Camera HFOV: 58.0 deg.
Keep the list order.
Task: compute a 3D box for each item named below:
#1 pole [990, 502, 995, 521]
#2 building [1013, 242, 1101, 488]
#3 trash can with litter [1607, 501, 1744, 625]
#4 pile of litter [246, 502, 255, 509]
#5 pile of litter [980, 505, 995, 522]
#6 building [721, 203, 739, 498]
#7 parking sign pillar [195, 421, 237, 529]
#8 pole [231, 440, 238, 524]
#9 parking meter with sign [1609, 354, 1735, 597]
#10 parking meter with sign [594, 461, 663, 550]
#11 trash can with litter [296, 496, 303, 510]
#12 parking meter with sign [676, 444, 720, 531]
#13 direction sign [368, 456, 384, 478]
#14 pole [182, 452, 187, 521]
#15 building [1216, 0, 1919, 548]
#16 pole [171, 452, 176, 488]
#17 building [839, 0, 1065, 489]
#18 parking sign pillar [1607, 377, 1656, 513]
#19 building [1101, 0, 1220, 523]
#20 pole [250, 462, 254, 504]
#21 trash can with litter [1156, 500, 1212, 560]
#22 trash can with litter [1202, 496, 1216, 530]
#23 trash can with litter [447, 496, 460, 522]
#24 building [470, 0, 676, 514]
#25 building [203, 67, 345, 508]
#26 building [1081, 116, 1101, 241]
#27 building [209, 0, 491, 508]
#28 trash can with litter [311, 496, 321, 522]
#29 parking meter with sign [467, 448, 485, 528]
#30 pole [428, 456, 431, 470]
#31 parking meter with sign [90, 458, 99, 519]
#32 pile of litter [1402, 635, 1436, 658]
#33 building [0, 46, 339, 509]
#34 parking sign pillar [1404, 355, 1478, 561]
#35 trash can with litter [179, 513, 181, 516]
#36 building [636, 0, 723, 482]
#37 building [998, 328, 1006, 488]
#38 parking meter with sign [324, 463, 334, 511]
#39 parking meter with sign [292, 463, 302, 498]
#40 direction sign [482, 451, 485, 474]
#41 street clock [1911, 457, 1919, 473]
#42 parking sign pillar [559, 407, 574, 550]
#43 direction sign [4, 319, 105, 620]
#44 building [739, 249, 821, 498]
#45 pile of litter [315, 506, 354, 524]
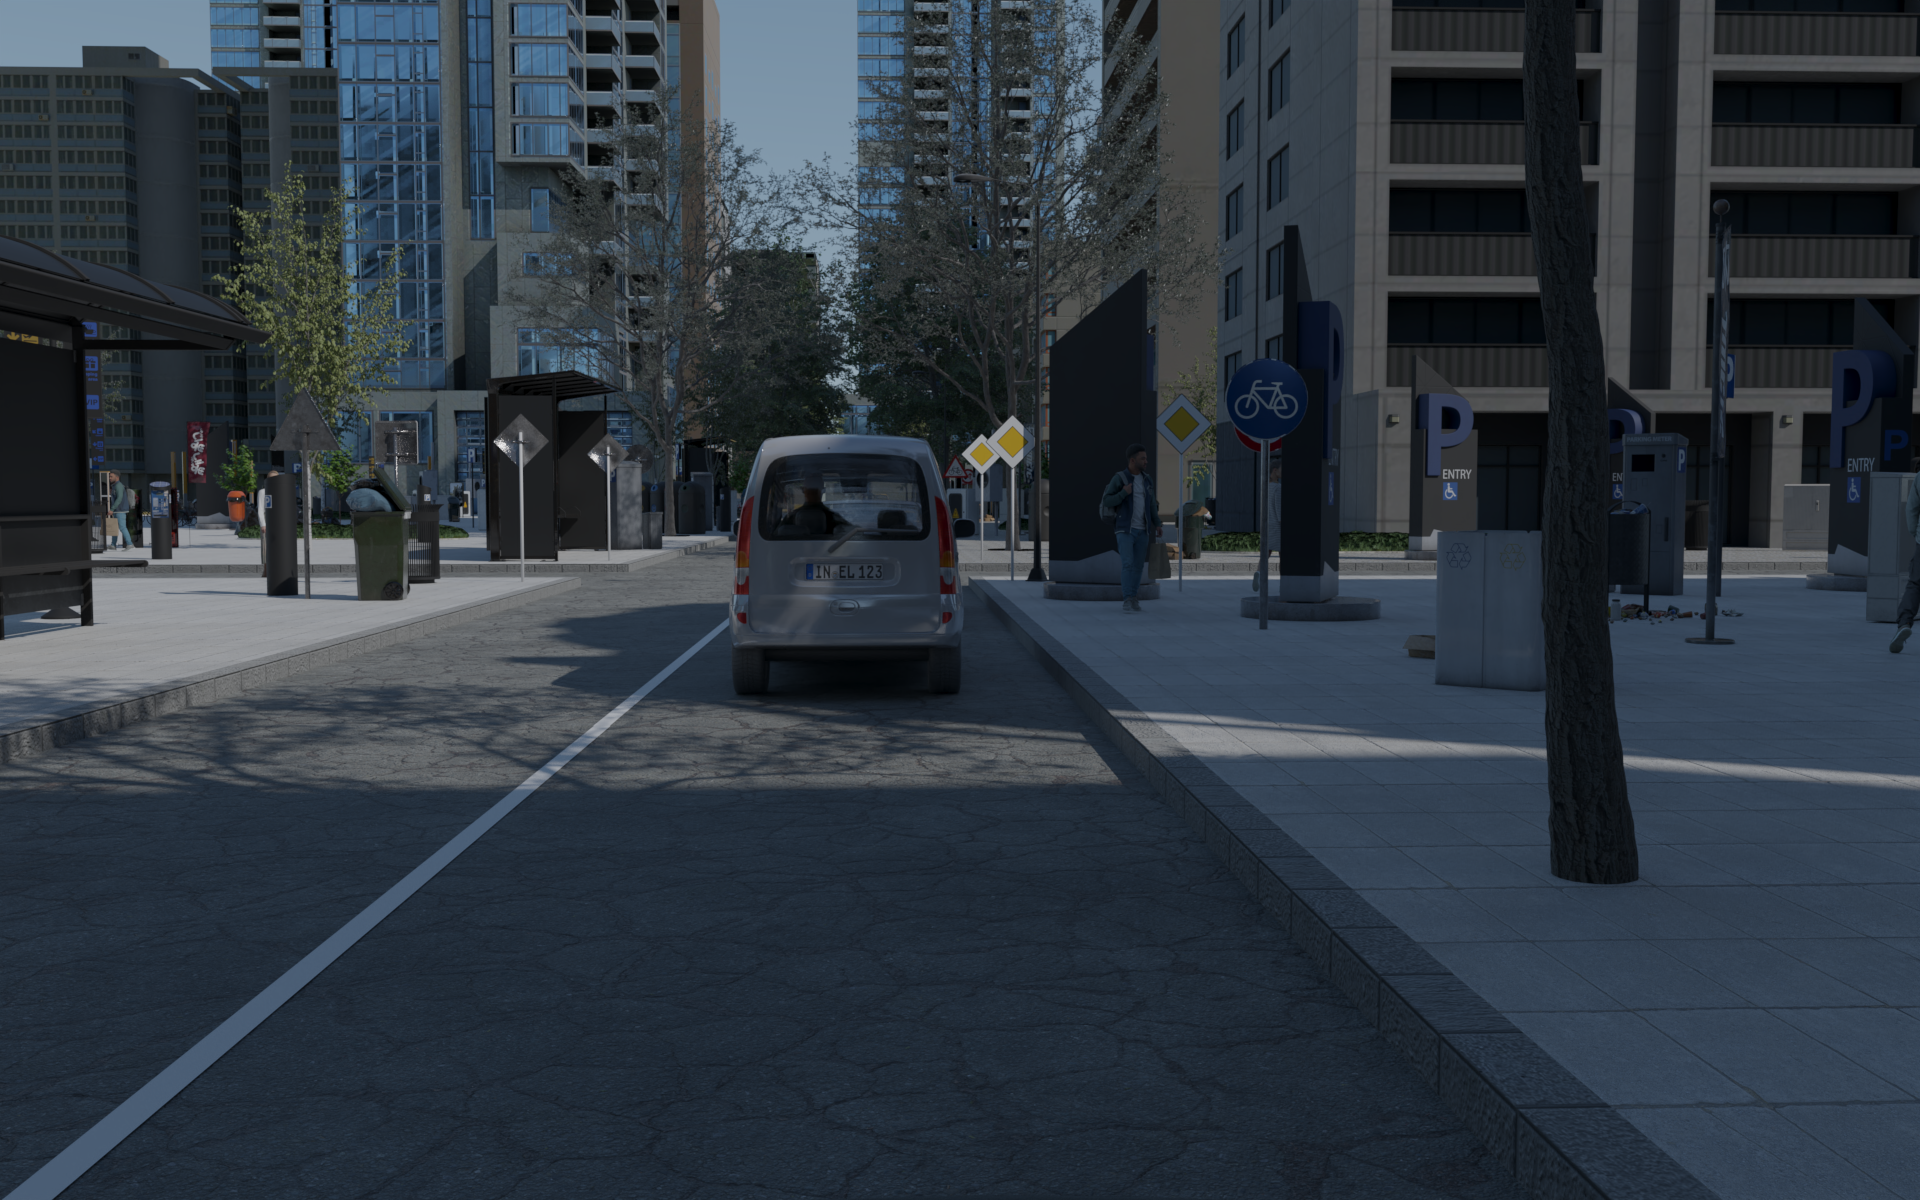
[{"bbox_3d":[1.563,-5.484,83.514,0.158,3.312,0.155,0,3,0],"label":"pole"},{"bbox_3d":[18.860,-17.648,133.578,27.650,21.520,28.899,0,4,-3],"label":"building"},{"bbox_3d":[7.334,-0.425,18.004,2.233,1.210,1.678,-1,4,-17],"label":"trash can with litter"},{"bbox_3d":[-40.297,-5.199,98.973,1.176,0.858,1.719,-2,4,-28],"label":"pile of litter"},{"bbox_3d":[1.101,-4.109,81.145,1.719,0.858,1.176,-3,5,-40],"label":"pile of litter"},{"bbox_3d":[-29.360,-24.191,167.222,14.107,30.474,14.160,0,4,-3],"label":"building"},{"bbox_3d":[-27.532,-4.620,64.011,1.447,3.967,1.447,1,4,9],"label":"parking sign pillar"},{"bbox_3d":[-27.313,-4.367,65.246,0.158,3.312,0.155,0,3,0],"label":"pole"},{"bbox_3d":[8.854,-1.580,22.095,1.738,3.016,0.543,3,5,41],"label":"parking meter with sign"},{"bbox_3d":[-7.699,-2.669,39.900,1.738,3.016,0.543,-3,5,-43],"label":"parking meter with sign"},{"bbox_3d":[-36.190,-5.140,95.429,0.624,1.170,1.055,3,5,41],"label":"trash can with litter"},{"bbox_3d":[-8.966,-3.914,60.258,1.738,3.016,0.543,-1,4,-21],"label":"parking meter with sign"},{"bbox_3d":[-34.766,-6.805,103.255,0.876,3.537,0.379,-1,4,-20],"label":"direction sign"},{"bbox_3d":[-37.439,-5.493,83.651,0.158,3.312,0.155,0,3,0],"label":"pole"},{"bbox_3d":[19.594,-37.354,48.991,20.611,71.187,20.563,0,4,-3],"label":"building"},{"bbox_3d":[-37.962,-5.493,83.655,0.158,3.312,0.155,0,3,0],"label":"pole"},{"bbox_3d":[-0.675,-54.925,210.693,31.000,86.520,22.319,0,4,-3],"label":"building"},{"bbox_3d":[15.127,-3.113,39.367,1.447,3.967,1.447,-2,4,-25],"label":"parking sign pillar"},{"bbox_3d":[19.081,-28.371,87.573,21.300,48.544,21.600,0,4,-3],"label":"building"},{"bbox_3d":[-43.282,-6.847,105.784,0.158,3.312,0.155,0,3,0],"label":"pole"},{"bbox_3d":[4.403,-1.381,33.974,0.624,1.170,1.055,3,5,43],"label":"trash can with litter"},{"bbox_3d":[9.519,-3.148,62.535,2.233,1.210,1.678,0,4,3],"label":"trash can with litter"},{"bbox_3d":[-23.148,-4.166,79.500,0.624,1.170,1.055,-2,4,-29],"label":"trash can with litter"},{"bbox_3d":[-31.347,-49.440,121.019,22.319,86.520,31.000,0,4,-3],"label":"building"},{"bbox_3d":[-49.306,-28.426,156.651,23.993,40.220,32.217,0,4,-3],"label":"building"},{"bbox_3d":[30.120,-36.348,213.894,30.456,49.044,23.786,0,4,-3],"label":"building"},{"bbox_3d":[-75.304,-54.718,207.309,31.000,86.520,22.319,0,4,-3],"label":"building"},{"bbox_3d":[-30.488,-4.304,81.422,2.233,1.210,1.678,0,4,7],"label":"trash can with litter"},{"bbox_3d":[-17.943,-4.287,66.352,0.543,3.016,1.738,3,5,42],"label":"parking meter with sign"},{"bbox_3d":[-28.526,-6.077,93.200,0.158,3.312,0.155,0,3,0],"label":"pole"},{"bbox_3d":[-42.100,-5.348,83.698,0.543,3.016,1.738,-3,5,-41],"label":"parking meter with sign"},{"bbox_3d":[4.050,0.030,13.468,1.176,0.858,1.719,1,4,12],"label":"pile of litter"},{"bbox_3d":[-73.794,-28.400,156.228,23.993,40.220,32.217,0,4,-3],"label":"building"},{"bbox_3d":[9.445,-2.773,33.810,1.447,3.967,1.447,-1,4,-23],"label":"parking sign pillar"},{"bbox_3d":[-43.071,-5.100,94.774,1.055,1.170,0.624,-3,4,-36],"label":"trash can with litter"},{"bbox_3d":[-27.699,-30.334,146.072,14.600,45.320,14.200,0,4,-3],"label":"building"},{"bbox_3d":[18.021,-19.411,162.414,27.650,21.520,28.899,0,4,-3],"label":"building"},{"bbox_3d":[-35.262,-6.155,96.895,0.543,3.016,1.738,0,4,-4],"label":"parking meter with sign"},{"bbox_3d":[-37.184,-6.160,96.970,0.543,3.016,1.738,-1,4,-13],"label":"parking meter with sign"},{"bbox_3d":[-24.529,-6.026,90.514,0.876,3.537,0.379,-3,5,-40],"label":"direction sign"},{"bbox_3d":[18.821,-1.797,33.951,0.471,2.002,0.358,-1,4,-8],"label":"street clock"},{"bbox_3d":[-9.645,-3.153,40.019,1.447,3.967,1.447,3,4,37],"label":"parking sign pillar"},{"bbox_3d":[-9.277,-1.577,17.777,0.876,3.537,0.379,-2,4,-31],"label":"direction sign"},{"bbox_3d":[-23.768,-26.656,207.521,14.107,30.474,14.160,0,4,-3],"label":"building"},{"bbox_3d":[-22.735,-2.910,61.542,1.176,0.858,1.719,2,4,26],"label":"pile of litter"}]
